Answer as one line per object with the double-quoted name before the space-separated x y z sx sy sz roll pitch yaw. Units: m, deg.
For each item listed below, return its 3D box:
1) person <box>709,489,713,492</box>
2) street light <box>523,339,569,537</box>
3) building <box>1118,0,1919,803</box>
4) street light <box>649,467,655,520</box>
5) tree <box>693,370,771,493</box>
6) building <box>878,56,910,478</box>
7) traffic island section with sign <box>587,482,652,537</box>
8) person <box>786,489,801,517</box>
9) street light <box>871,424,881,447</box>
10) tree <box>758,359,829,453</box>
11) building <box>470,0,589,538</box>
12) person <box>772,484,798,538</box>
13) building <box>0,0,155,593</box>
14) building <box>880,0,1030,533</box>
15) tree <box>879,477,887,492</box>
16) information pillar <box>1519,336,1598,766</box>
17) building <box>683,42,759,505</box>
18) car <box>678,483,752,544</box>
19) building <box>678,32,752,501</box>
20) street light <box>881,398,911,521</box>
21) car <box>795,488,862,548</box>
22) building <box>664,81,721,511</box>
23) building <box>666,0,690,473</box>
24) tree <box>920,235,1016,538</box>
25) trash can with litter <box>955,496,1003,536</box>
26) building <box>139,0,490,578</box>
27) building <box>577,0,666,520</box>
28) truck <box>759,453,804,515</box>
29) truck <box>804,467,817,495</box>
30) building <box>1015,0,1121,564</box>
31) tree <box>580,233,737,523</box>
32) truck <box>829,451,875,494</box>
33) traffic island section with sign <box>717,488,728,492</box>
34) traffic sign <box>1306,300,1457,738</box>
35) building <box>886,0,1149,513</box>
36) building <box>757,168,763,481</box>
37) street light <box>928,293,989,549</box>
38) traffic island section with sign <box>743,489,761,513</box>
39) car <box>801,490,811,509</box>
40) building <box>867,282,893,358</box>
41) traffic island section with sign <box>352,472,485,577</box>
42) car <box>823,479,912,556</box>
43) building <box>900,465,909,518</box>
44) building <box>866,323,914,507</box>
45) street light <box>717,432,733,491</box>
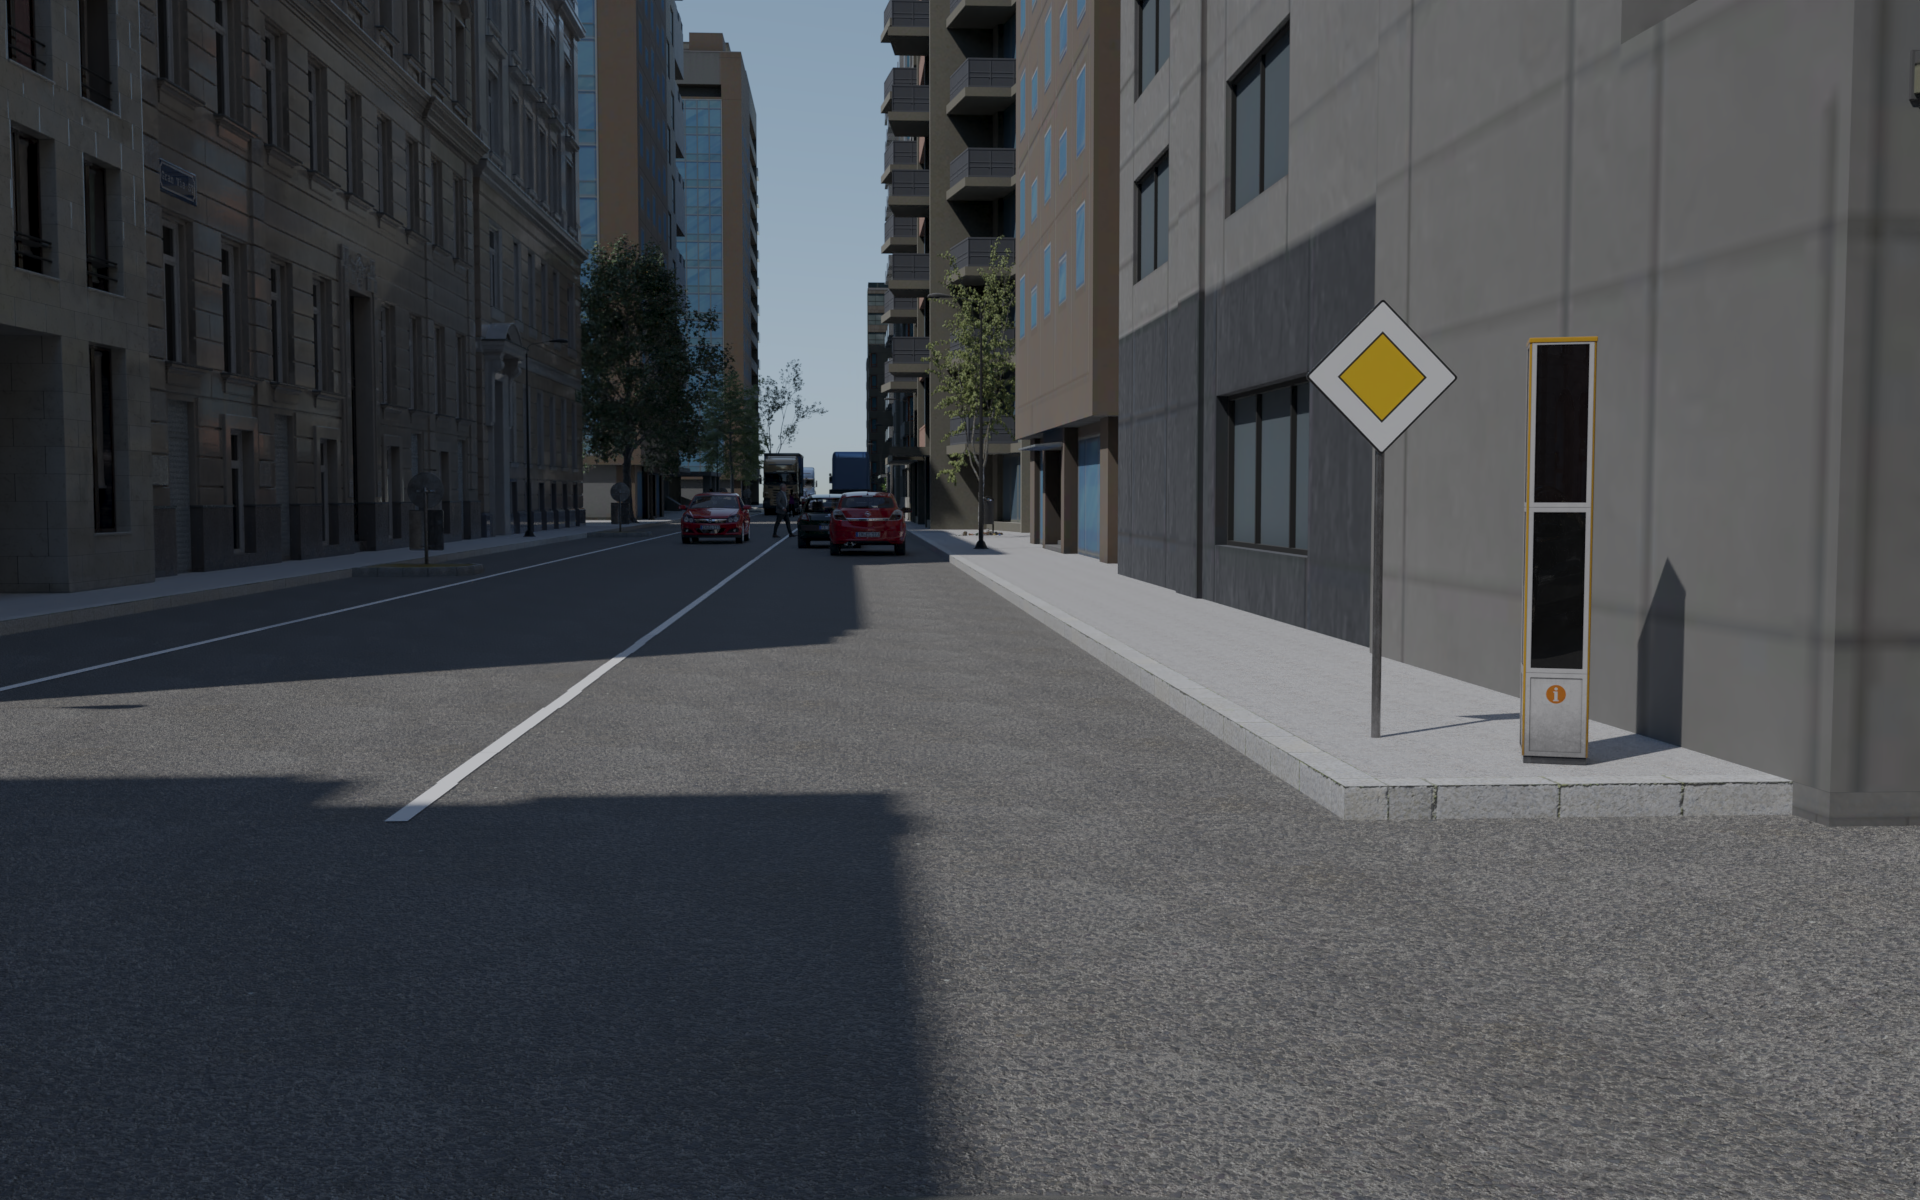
"person" -13.816 -5.278 95.524 0.721 1.735 1.217 0 4 1
"street light" -12.406 -4.854 51.909 1.470 5.913 1.316 0 4 -4
"building" 13.350 -35.343 16.112 20.611 71.187 20.563 0 4 -4
"street light" -14.612 -6.878 84.997 1.470 5.913 1.316 0 4 -4
"tree" -21.179 -14.695 158.392 7.486 12.596 7.792 0 3 0
"building" 3.270 -34.567 184.774 23.786 49.044 30.456 0 4 -4
"traffic island section with sign" -11.413 -3.033 58.215 1.989 1.847 2.006 0 4 -4
"person" -10.425 -5.983 107.006 1.217 1.739 0.721 -1 4 -19
"street light" -4.968 -8.706 114.876 1.470 5.913 1.316 0 4 -4
"tree" -25.096 -23.607 241.864 12.611 20.169 13.585 0 3 0
"building" -20.725 -16.717 59.220 13.634 28.700 20.117 0 4 -4
"person" -5.775 -2.944 57.039 0.834 1.777 0.661 1 4 9
"building" -16.334 -9.855 15.885 10.420 20.320 16.860 0 4 -4
"building" 7.986 -25.389 69.738 22.147 44.769 28.867 0 4 -4
"tree" -6.740 -10.629 168.388 1.663 3.219 1.824 0 3 0
"information pillar" 2.857 -0.232 8.288 0.304 2.012 0.304 1 4 16
"building" -33.424 -34.640 190.063 21.300 48.544 21.600 0 4 -4
"car" -7.238 -2.595 51.467 2.155 1.783 4.494 0 4 -3
"building" -28.175 -31.957 172.602 14.600 45.320 14.200 0 4 -4
"street light" -2.947 -6.795 83.636 1.470 5.913 1.316 0 4 -4
"car" -3.508 -2.285 47.149 2.009 1.686 4.222 0 4 -3
"building" -35.406 -27.128 135.416 32.217 40.220 23.993 0 4 -4
"building" -31.900 -31.805 109.257 28.713 52.752 27.495 0 4 -4
"tree" 0.697 -6.113 50.316 4.737 8.622 4.395 0 3 0
"trash can with litter" 0.535 -2.607 53.687 1.678 1.210 2.233 3 5 41
"building" -18.663 -14.649 36.781 12.463 27.353 25.104 0 4 -4
"building" -22.794 -26.858 89.231 14.600 45.320 14.200 0 4 -4
"truck" -12.244 -8.027 120.150 2.839 4.237 11.283 0 4 -3
"truck" -16.084 -11.584 179.154 2.967 4.110 18.799 0 4 -4
"building" 8.805 -23.698 37.569 14.600 45.320 14.200 0 4 -4
"tree" -14.687 -9.739 76.241 9.611 12.733 9.660 0 3 0
"truck" -6.679 -6.959 103.545 2.967 4.110 18.799 0 4 -2
"traffic island section with sign" -14.684 -6.049 107.526 1.989 1.847 2.006 0 4 -4
"traffic sign" 2.187 -0.331 9.061 0.795 2.450 0.064 0 4 -4
"building" 4.051 -43.465 148.903 20.563 71.187 20.611 0 4 -4
"building" -36.588 -36.535 216.962 23.786 49.044 30.456 0 4 -4
"street light" -0.050 -4.140 40.231 1.470 5.913 1.316 0 4 -4
"traffic island section with sign" -16.471 -7.701 134.535 1.989 1.847 2.006 0 4 -4
"car" -13.053 -7.925 138.249 2.281 1.827 5.304 0 4 -5
"building" -5.650 -28.429 236.518 14.160 30.474 14.107 0 4 -4
"traffic island section with sign" -9.614 -1.365 30.952 1.989 1.847 2.006 0 4 -4
"car" -2.233 -2.006 41.842 2.155 1.783 4.494 0 4 -3
"building" 12.866 -24.829 97.837 32.217 40.220 23.993 0 4 -4
"building" 2.329 -22.647 215.322 27.650 21.520 28.899 0 4 -4
"street light" -17.601 -9.599 129.479 1.470 5.913 1.316 0 4 -4
